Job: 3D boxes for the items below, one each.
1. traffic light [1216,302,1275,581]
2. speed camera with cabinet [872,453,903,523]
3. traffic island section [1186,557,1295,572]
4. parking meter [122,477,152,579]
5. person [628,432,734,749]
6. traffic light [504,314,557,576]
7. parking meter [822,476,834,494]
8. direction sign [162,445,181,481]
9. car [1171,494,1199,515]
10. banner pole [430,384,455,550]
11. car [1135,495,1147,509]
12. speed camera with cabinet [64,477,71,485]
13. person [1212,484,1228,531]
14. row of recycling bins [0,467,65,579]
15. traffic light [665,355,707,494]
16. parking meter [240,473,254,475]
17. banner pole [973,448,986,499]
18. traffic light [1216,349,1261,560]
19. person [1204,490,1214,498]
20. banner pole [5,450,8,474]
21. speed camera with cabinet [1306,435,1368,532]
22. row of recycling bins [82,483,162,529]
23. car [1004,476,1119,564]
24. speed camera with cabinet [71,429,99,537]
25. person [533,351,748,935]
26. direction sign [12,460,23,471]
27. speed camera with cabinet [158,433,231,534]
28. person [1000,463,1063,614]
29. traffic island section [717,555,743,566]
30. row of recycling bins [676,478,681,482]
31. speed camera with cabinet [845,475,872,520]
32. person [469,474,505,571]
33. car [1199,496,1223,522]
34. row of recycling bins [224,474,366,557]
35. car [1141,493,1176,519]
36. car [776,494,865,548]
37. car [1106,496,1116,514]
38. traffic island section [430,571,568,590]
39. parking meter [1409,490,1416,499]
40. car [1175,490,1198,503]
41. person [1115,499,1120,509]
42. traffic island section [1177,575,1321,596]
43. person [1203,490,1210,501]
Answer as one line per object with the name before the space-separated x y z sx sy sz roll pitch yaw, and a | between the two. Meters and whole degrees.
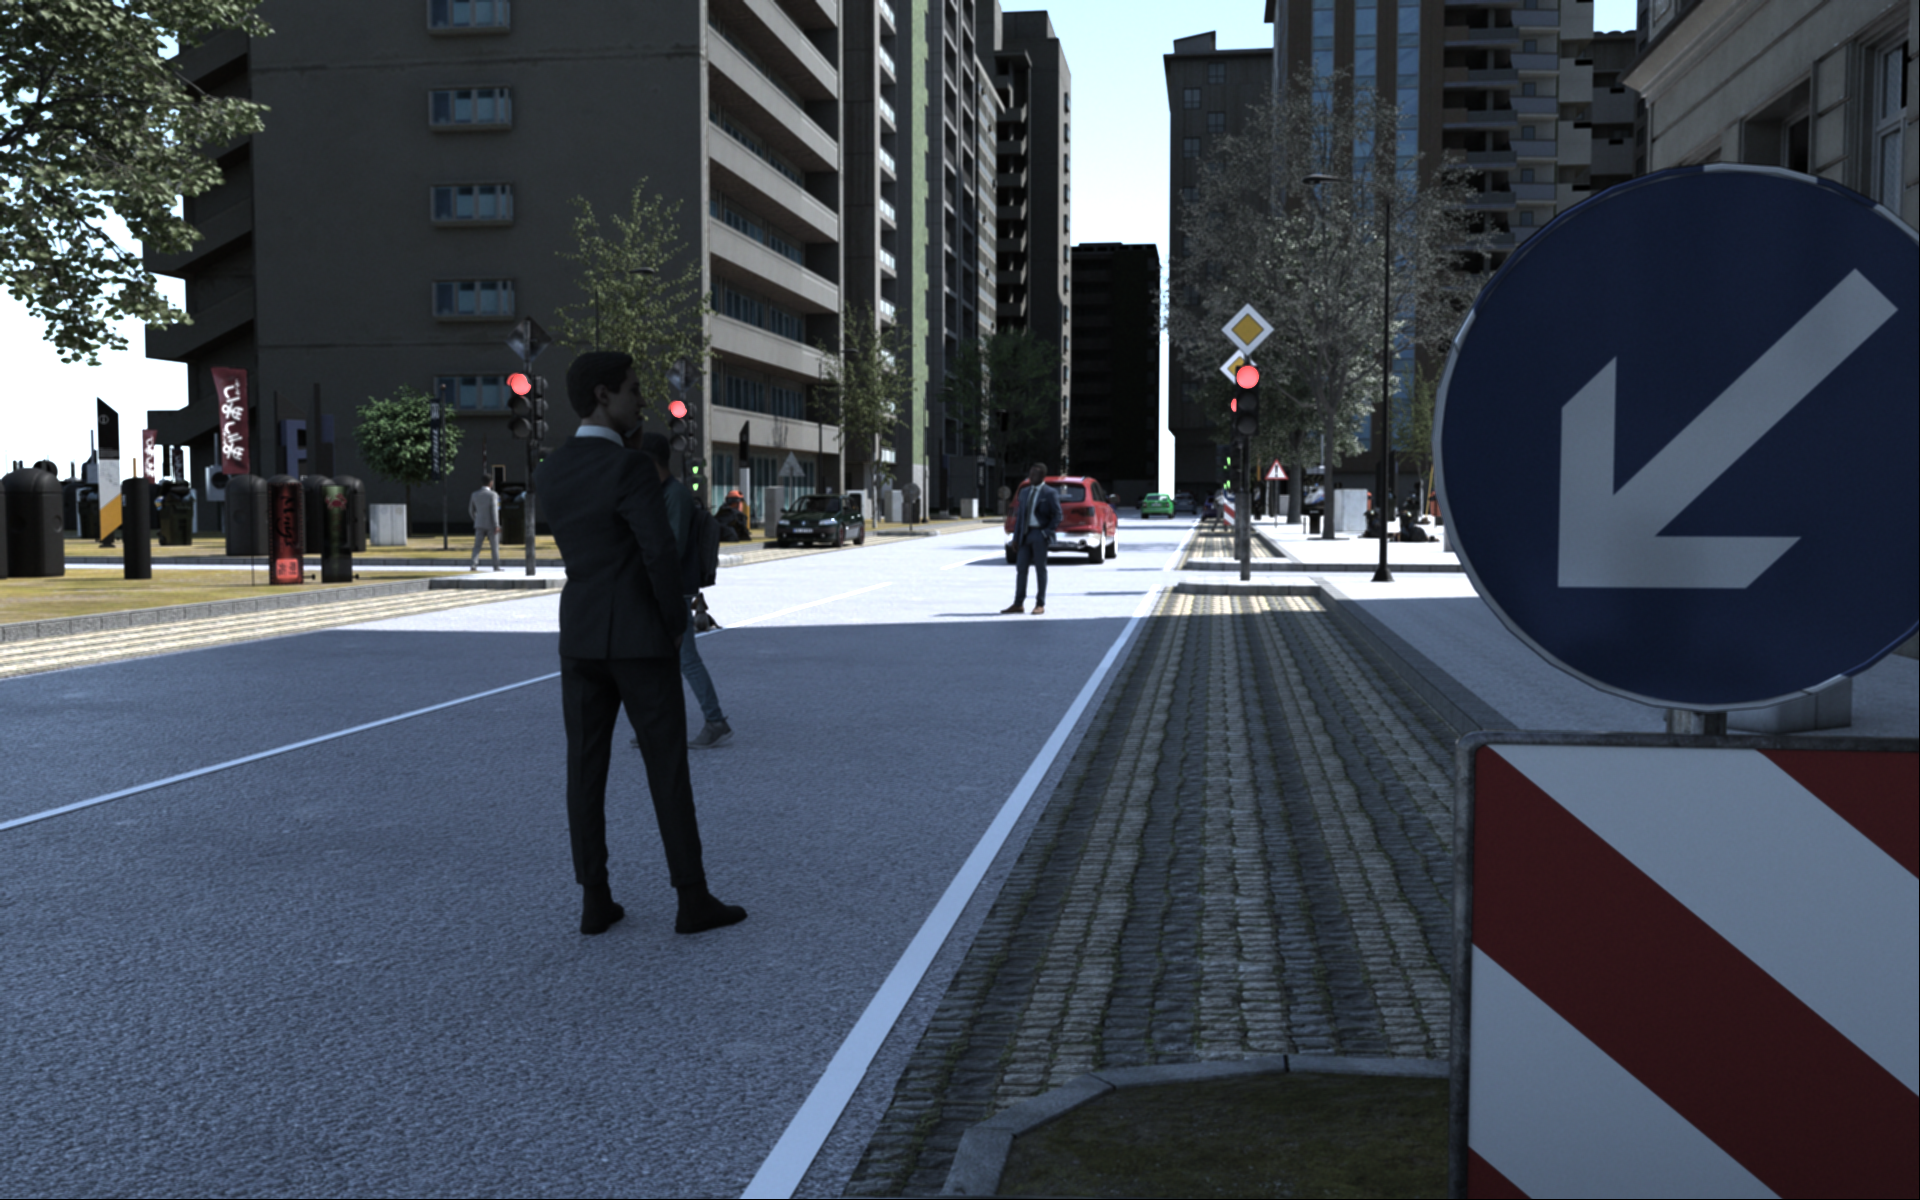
traffic light | 4.207 -2.240 25.543 0.839 4.253 0.868 1 4 8
speed camera with cabinet | -3.186 -5.144 78.432 0.660 3.252 2.038 -1 4 -23
traffic island section | 5.406 -0.689 33.552 2.009 0.180 2.903 1 4 8
parking meter | -12.426 -1.084 26.136 0.372 1.533 0.369 0 3 0
person | -1.663 -0.060 9.836 0.721 1.781 0.623 -2 4 -35
traffic light | -6.739 -2.337 27.129 0.839 4.253 0.868 1 4 8
parking meter | -4.407 -3.176 57.646 0.399 1.863 0.255 -2 4 -31
direction sign | -35.596 -5.279 78.312 0.379 3.537 0.876 2 4 35
car | 15.647 -6.662 120.931 2.014 1.417 4.499 1 4 9
banner pole | -11.951 -3.042 39.761 0.401 3.779 0.863 -3 5 -44
car | 17.816 -9.393 166.161 1.945 1.354 3.894 1 4 9
speed camera with cabinet | -49.253 -6.151 94.896 2.038 3.252 0.660 0 4 5
person | 9.261 -3.234 61.473 0.679 1.850 0.850 -3 5 -40
row of recycling bins | -15.102 -1.139 25.730 1.069 1.692 3.534 2 4 33
traffic light | -5.579 -2.820 35.030 0.839 4.253 0.868 1 4 8
parking meter | -18.681 -2.434 45.513 0.255 1.863 0.399 1 4 12
banner pole | 0.992 -6.321 93.363 0.863 3.779 0.401 1 4 15
traffic light | 5.368 -2.723 33.443 0.839 4.253 0.868 1 4 8
person | 22.521 -8.998 155.635 1.348 1.821 0.705 1 4 15
banner pole | -53.943 -6.609 98.068 0.401 3.779 0.863 -2 4 -26
speed camera with cabinet | 12.636 -3.897 58.053 2.038 3.252 0.660 -1 4 -18
row of recycling bins | -30.653 -3.412 62.907 1.069 1.692 3.534 3 5 44
car | 2.227 -1.745 37.205 2.281 1.827 5.304 1 4 10
speed camera with cabinet | -26.075 -3.538 52.186 0.660 3.252 2.038 -1 4 -14
person | -1.092 0.129 5.758 0.648 1.900 0.474 2 4 27
direction sign | -62.707 -7.545 115.361 0.876 3.537 0.379 1 4 17
speed camera with cabinet | -24.608 -3.758 55.775 2.038 3.252 0.660 -2 4 -34
person | 0.885 -0.739 20.758 0.721 1.800 0.419 2 4 31
traffic island section | -5.617 -0.788 35.170 2.009 0.180 2.903 1 4 8
row of recycling bins | -8.314 -2.280 44.391 3.534 1.692 1.069 2 4 31
speed camera with cabinet | -4.588 -5.374 82.203 2.038 3.252 0.660 -2 4 -29
person | -8.336 -1.323 30.404 0.678 1.792 0.850 1 4 16
car | 13.383 -4.717 89.709 1.945 1.354 3.894 0 4 8
row of recycling bins | -14.109 -1.830 37.033 1.069 1.692 3.534 2 4 25
car | 11.502 -5.607 100.475 1.959 1.807 4.718 1 4 9
car | -3.765 -2.283 47.109 2.009 1.686 4.222 1 4 9
car | 7.952 -5.292 99.103 1.945 1.354 3.894 1 4 10
traffic island section | -6.777 -0.305 27.269 2.009 0.180 2.903 1 4 8
parking meter | 27.836 -6.005 106.592 0.372 1.533 0.369 0 3 0
car | 22.591 -10.056 173.082 2.281 1.827 5.304 1 4 10
person | 15.312 -9.624 169.081 0.991 1.433 0.599 -3 5 -44
traffic island section | 4.245 -0.206 25.651 2.009 0.180 2.903 1 4 8
person | 20.518 -8.253 144.230 0.721 1.735 1.217 2 4 28
